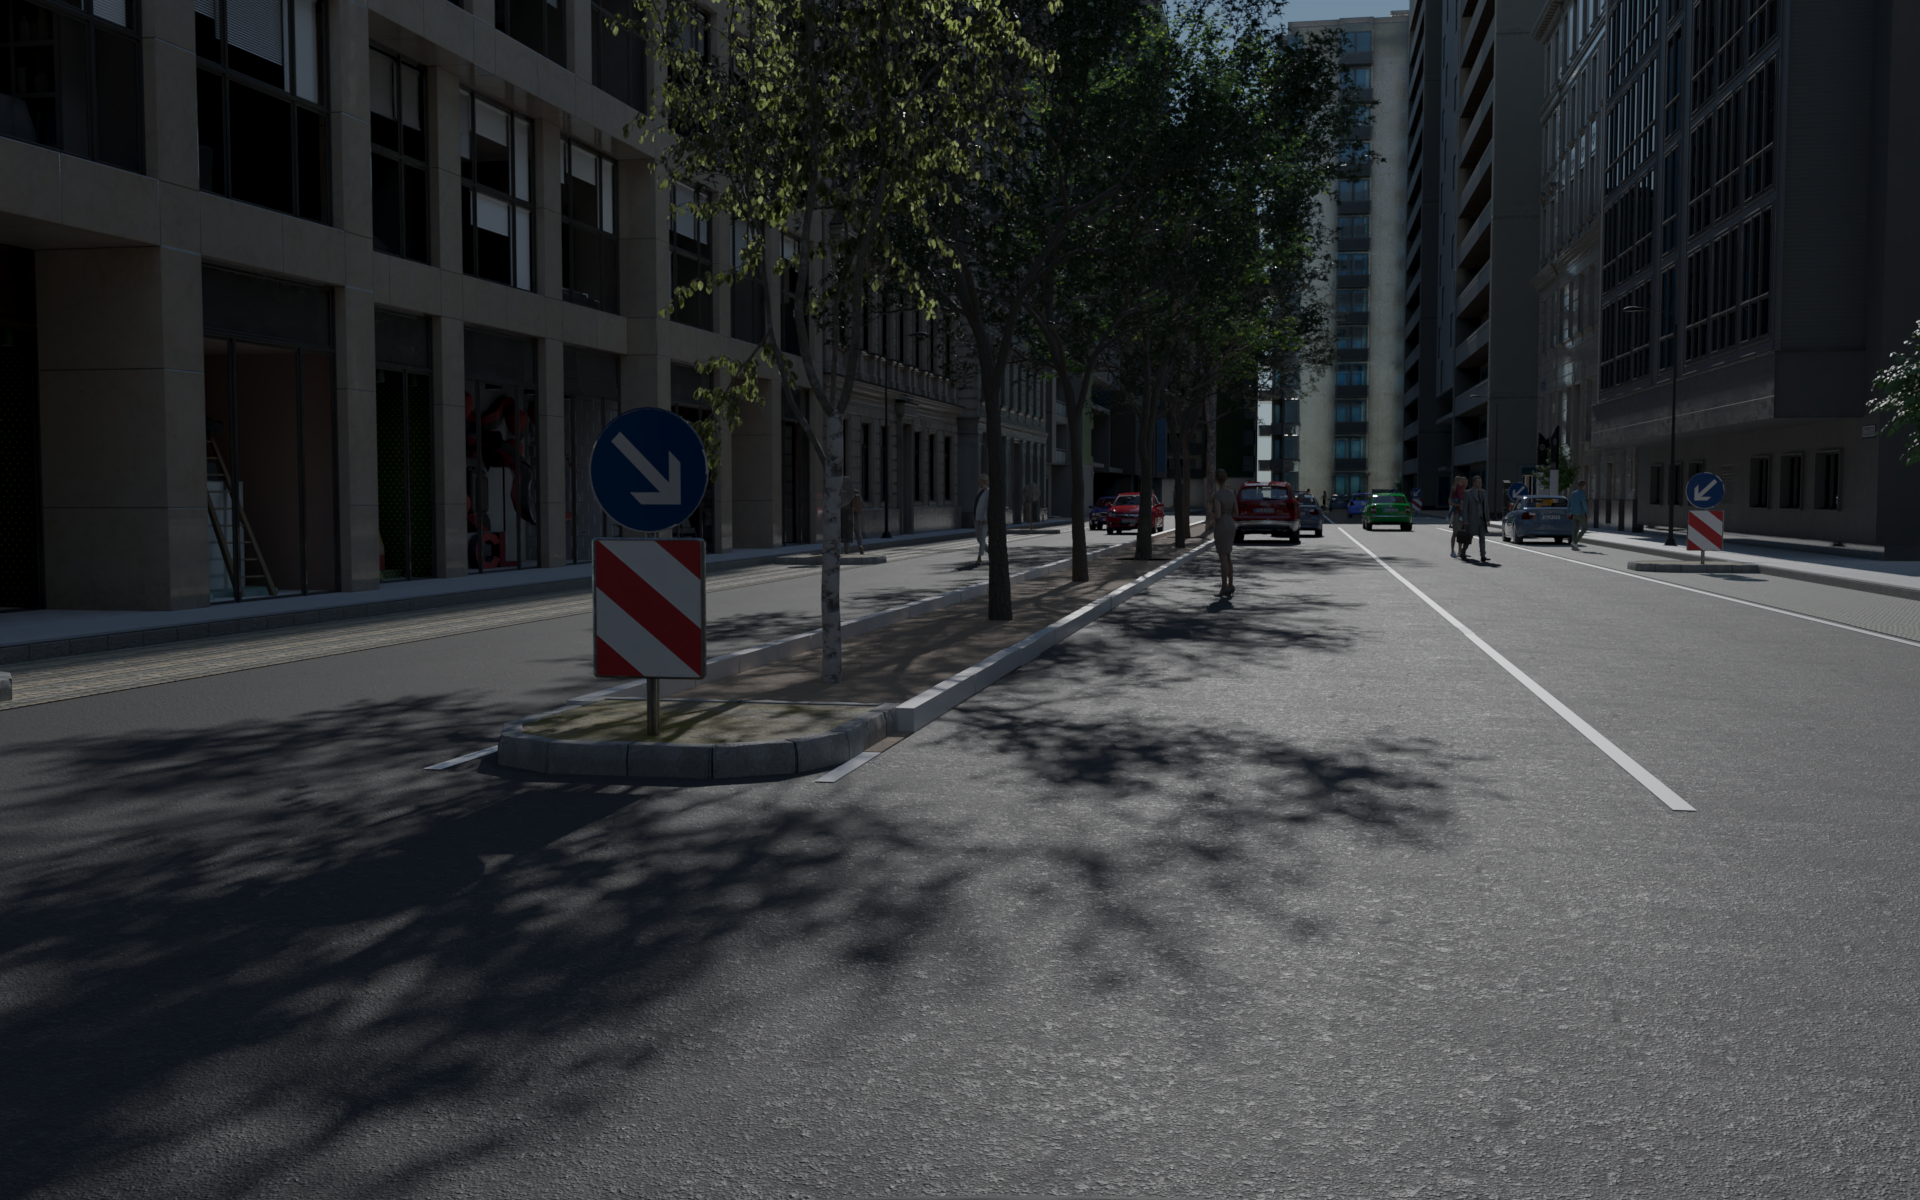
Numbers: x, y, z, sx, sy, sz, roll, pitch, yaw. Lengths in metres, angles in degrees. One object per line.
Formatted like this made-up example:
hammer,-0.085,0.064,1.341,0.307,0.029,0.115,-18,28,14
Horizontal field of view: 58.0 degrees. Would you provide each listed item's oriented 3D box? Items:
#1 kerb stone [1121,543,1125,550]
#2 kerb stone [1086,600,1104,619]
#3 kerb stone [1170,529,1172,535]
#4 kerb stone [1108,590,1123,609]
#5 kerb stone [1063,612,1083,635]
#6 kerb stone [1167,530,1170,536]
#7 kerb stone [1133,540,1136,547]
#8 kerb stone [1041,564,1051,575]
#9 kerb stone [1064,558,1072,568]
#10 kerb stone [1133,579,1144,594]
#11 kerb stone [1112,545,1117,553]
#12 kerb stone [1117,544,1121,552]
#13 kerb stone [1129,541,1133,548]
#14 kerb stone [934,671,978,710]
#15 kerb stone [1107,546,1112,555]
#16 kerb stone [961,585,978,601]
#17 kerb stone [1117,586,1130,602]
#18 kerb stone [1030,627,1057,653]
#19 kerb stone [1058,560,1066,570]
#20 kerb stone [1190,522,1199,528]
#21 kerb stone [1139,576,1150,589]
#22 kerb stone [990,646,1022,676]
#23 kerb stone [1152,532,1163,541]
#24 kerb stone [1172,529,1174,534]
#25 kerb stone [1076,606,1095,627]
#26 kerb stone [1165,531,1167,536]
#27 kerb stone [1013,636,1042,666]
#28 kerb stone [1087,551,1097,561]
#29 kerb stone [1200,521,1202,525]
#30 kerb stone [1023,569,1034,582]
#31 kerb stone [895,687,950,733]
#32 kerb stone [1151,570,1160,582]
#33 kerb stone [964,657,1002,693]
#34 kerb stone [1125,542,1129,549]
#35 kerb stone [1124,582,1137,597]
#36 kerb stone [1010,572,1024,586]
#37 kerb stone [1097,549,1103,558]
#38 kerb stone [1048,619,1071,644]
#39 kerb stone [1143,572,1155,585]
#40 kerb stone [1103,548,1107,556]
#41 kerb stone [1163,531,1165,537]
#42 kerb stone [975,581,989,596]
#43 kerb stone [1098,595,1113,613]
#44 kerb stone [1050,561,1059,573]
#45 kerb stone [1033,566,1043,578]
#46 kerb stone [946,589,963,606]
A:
kerb stone,3.967,-1.302,43.477,0.120,0.150,1.000,1,4,11
kerb stone,1.519,0.137,19.958,0.120,0.150,1.000,1,4,11
kerb stone,7.096,-2.286,59.578,0.120,0.150,1.000,1,4,11
kerb stone,1.920,0.014,21.966,0.120,0.150,1.000,1,4,11
kerb stone,1.131,0.263,17.937,0.120,0.150,1.000,1,4,11
kerb stone,6.906,-2.222,58.566,0.120,0.150,1.000,1,4,11
kerb stone,4.555,-1.478,46.497,0.120,0.150,1.000,1,4,11
kerb stone,1.424,-0.502,30.409,0.120,0.150,1.000,1,4,11
kerb stone,2.007,-0.687,33.420,0.120,0.150,1.000,1,4,11
kerb stone,2.509,-0.169,24.991,0.120,0.150,1.000,1,4,11
kerb stone,3.581,-1.179,41.469,0.120,0.150,1.000,1,4,11
kerb stone,3.774,-1.240,42.473,0.120,0.150,1.000,1,4,11
kerb stone,4.359,-1.425,45.493,0.120,0.150,1.000,1,4,11
kerb stone,-0.047,0.630,11.887,0.120,0.150,1.000,1,4,11
kerb stone,3.378,-1.118,40.467,0.120,0.150,1.000,1,4,11
kerb stone,0.054,-0.071,23.361,0.120,0.150,1.000,1,4,11
kerb stone,2.111,-0.048,22.981,0.120,0.150,1.000,1,4,11
kerb stone,0.738,0.384,15.919,0.120,0.150,1.000,1,4,11
kerb stone,1.810,-0.625,32.417,0.120,0.150,1.000,1,4,11
kerb stone,10.249,-3.272,75.700,0.120,0.150,1.000,1,4,11
kerb stone,2.706,-0.228,25.994,0.120,0.150,1.000,1,4,11
kerb stone,0.339,0.507,13.901,0.120,0.150,1.000,1,4,11
kerb stone,6.315,-2.038,55.536,0.120,0.150,1.000,1,4,11
kerb stone,7.302,-2.348,60.588,0.120,0.150,1.000,1,4,11
kerb stone,1.328,0.199,18.940,0.120,0.150,1.000,1,4,11
kerb stone,6.712,-2.163,57.562,0.120,0.150,1.000,1,4,11
kerb stone,0.556,0.446,14.910,0.120,0.150,1.000,1,4,11
kerb stone,2.801,-0.933,37.453,0.120,0.150,1.000,1,4,11
kerb stone,10.643,-3.393,77.711,0.120,0.150,1.000,1,4,11
kerb stone,1.031,-0.375,28.388,0.120,0.150,1.000,1,4,11
kerb stone,-0.239,0.692,10.883,0.120,0.150,1.000,1,4,11
kerb stone,3.088,-0.355,28.003,0.120,0.150,1.000,1,4,11
kerb stone,0.151,0.569,12.892,0.120,0.150,1.000,1,4,11
kerb stone,4.165,-1.361,44.488,0.120,0.150,1.000,1,4,11
kerb stone,2.307,-0.109,23.985,0.120,0.150,1.000,1,4,11
kerb stone,0.834,-0.312,27.385,0.120,0.150,1.000,1,4,11
kerb stone,2.997,-0.995,38.458,0.120,0.150,1.000,1,4,11
kerb stone,0.939,0.322,16.930,0.120,0.150,1.000,1,4,11
kerb stone,2.892,-0.294,26.999,0.120,0.150,1.000,1,4,11
kerb stone,3.183,-1.053,39.464,0.120,0.150,1.000,1,4,11
kerb stone,6.515,-2.101,56.553,0.120,0.150,1.000,1,4,11
kerb stone,0.240,-0.133,24.370,0.120,0.150,1.000,1,4,11
kerb stone,1.714,0.075,20.965,0.120,0.150,1.000,1,4,11
kerb stone,1.628,-0.564,31.410,0.120,0.150,1.000,1,4,11
kerb stone,1.226,-0.437,29.401,0.120,0.150,1.000,1,4,11
kerb stone,-0.153,-0.007,22.350,0.120,0.150,1.000,1,4,11
